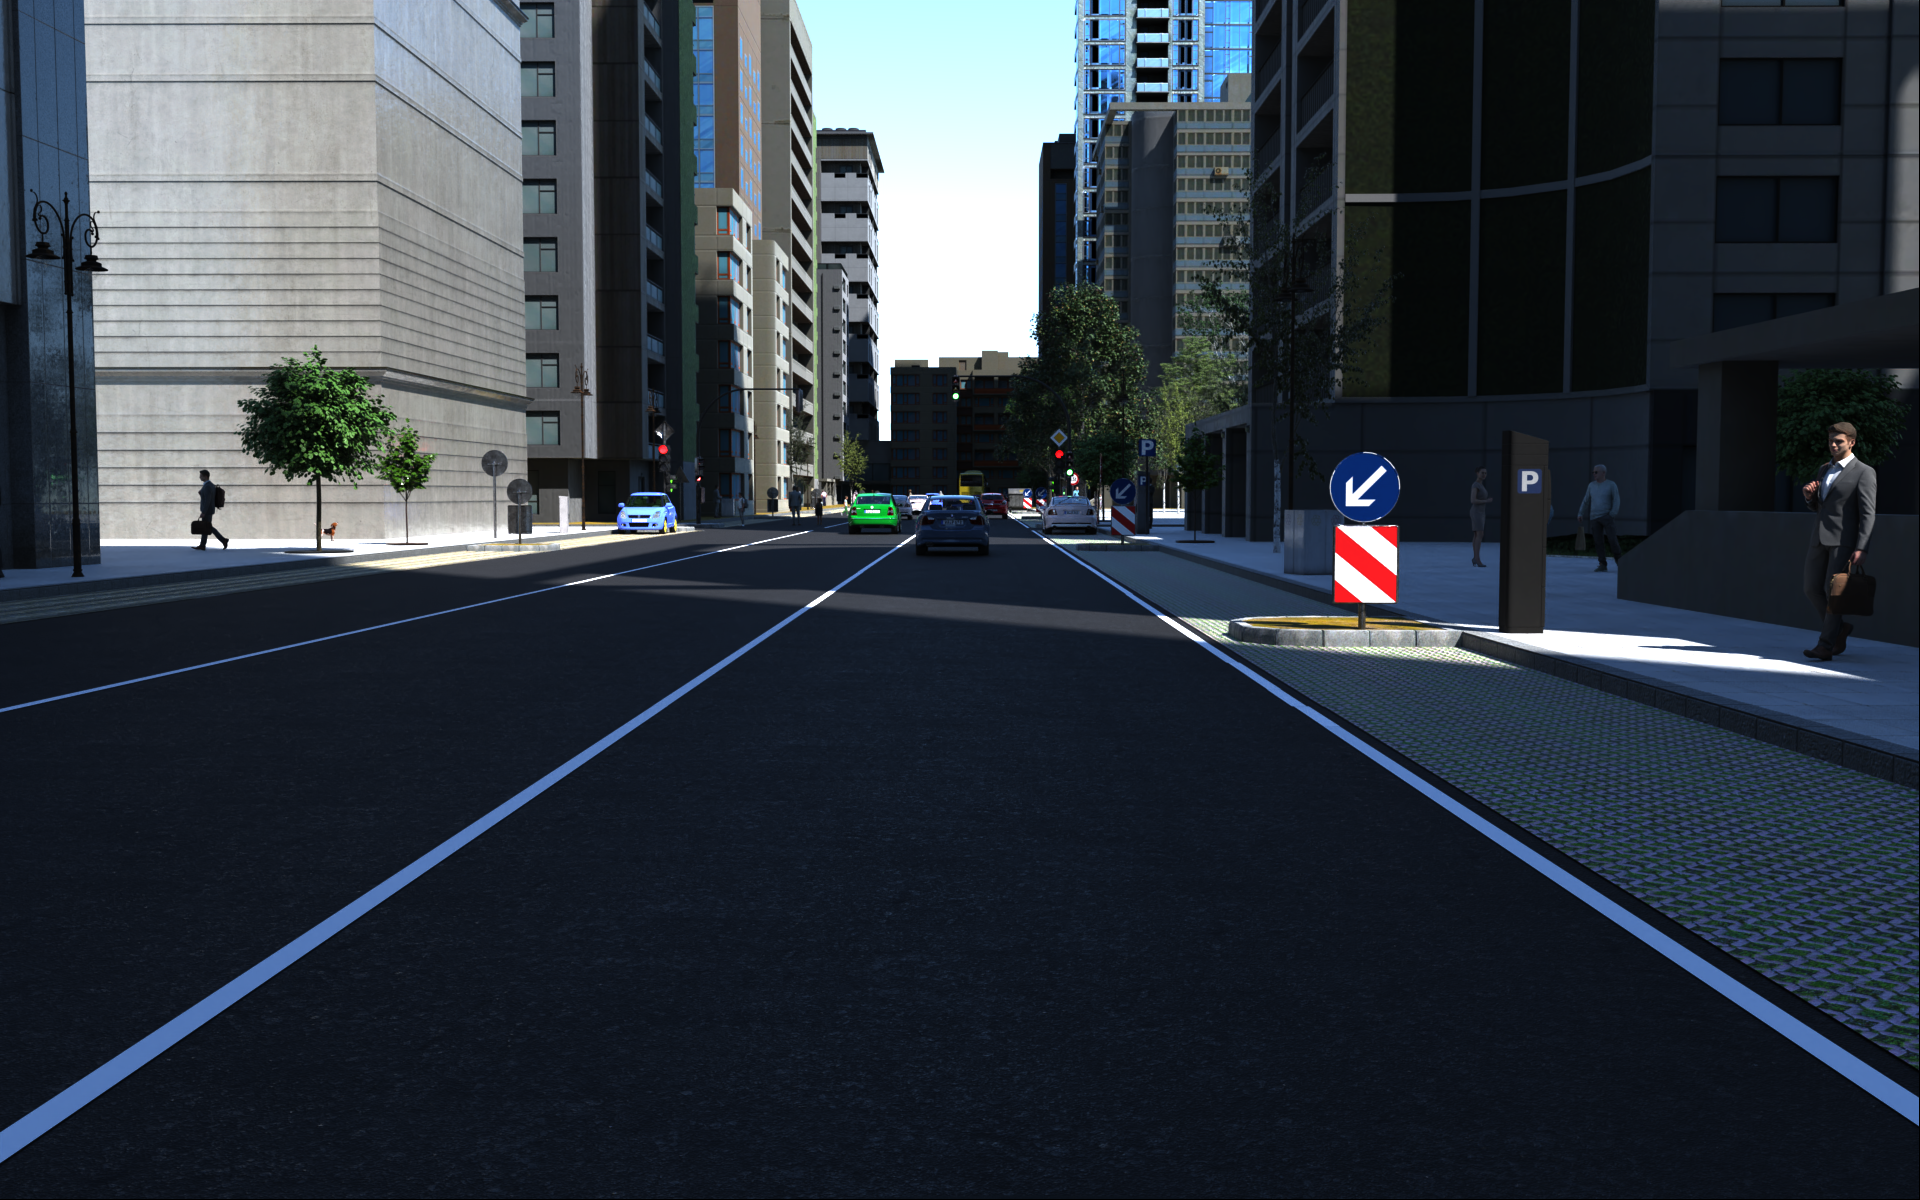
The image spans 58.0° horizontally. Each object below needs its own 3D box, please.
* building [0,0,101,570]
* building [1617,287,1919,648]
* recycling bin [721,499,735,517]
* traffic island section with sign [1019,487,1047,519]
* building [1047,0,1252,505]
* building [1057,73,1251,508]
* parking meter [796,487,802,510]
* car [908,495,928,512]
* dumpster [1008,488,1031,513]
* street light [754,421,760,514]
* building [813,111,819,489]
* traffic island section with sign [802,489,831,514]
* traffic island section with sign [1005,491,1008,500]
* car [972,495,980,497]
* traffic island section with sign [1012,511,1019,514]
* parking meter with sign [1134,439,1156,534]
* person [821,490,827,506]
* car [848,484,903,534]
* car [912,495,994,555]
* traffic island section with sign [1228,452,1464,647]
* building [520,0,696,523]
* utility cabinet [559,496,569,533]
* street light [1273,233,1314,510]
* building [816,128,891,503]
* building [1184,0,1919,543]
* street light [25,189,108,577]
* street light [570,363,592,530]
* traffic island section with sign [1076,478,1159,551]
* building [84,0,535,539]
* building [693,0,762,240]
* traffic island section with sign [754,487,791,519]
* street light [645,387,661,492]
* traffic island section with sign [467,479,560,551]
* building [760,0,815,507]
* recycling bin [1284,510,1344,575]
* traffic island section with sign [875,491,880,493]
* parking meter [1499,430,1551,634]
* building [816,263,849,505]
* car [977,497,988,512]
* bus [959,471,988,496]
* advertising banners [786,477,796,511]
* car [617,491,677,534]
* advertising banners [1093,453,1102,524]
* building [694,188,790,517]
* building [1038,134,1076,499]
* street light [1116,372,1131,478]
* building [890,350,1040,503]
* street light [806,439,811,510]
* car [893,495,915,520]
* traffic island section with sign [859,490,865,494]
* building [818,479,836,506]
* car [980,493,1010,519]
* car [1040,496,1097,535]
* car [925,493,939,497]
[{"bbox_3d":[-21.887,-12.427,21.207,12.078,24.808,19.932,0,4,1],"label":"building"},{"bbox_3d":[24.100,-19.637,12.941,32.217,40.220,23.993,0,4,1],"label":"building"},{"bbox_3d":[-13.078,-5.196,97.506,0.722,1.027,0.722,0,4,-4],"label":"recycling bin"},{"bbox_3d":[4.516,-5.529,99.027,1.989,1.847,2.006,0,4,1],"label":"traffic island section with sign"},{"bbox_3d":[21.480,-53.722,191.020,22.319,86.520,31.000,0,4,1],"label":"building"},{"bbox_3d":[25.631,-28.902,164.427,32.217,40.220,23.993,0,4,1],"label":"building"},{"bbox_3d":[-12.866,-8.108,138.274,0.255,1.863,0.399,3,5,40],"label":"parking meter"},{"bbox_3d":[-2.871,-6.538,119.265,2.083,1.381,4.827,0,4,0],"label":"car"},{"bbox_3d":[4.541,-7.583,132.199,1.865,1.857,1.264,0,4,-1],"label":"dumpster"},{"bbox_3d":[-12.961,-8.355,109.386,0.468,5.910,1.993,0,4,1],"label":"street light"},{"bbox_3d":[-22.275,-30.232,177.882,14.154,41.232,14.086,0,4,1],"label":"building"},{"bbox_3d":[-10.431,-7.187,126.139,1.989,1.847,2.006,0,4,1],"label":"traffic island section with sign"},{"bbox_3d":[5.277,-10.250,176.217,1.989,1.847,2.006,0,4,1],"label":"traffic island section with sign"},{"bbox_3d":[1.792,-9.739,171.818,1.945,1.354,3.894,0,4,2],"label":"car"},{"bbox_3d":[4.782,-7.178,125.981,1.989,1.847,2.006,0,4,1],"label":"traffic island section with sign"},{"bbox_3d":[5.878,-3.639,55.766,0.543,3.016,1.738,0,4,-3],"label":"parking meter with sign"},{"bbox_3d":[-14.430,-10.778,183.198,0.756,1.711,0.436,-2,4,-34],"label":"person"},{"bbox_3d":[-3.077,-3.327,63.200,1.959,1.807,4.718,0,4,0],"label":"car"},{"bbox_3d":[-0.178,-1.829,41.914,2.014,1.417,4.499,0,3,0],"label":"car"},{"bbox_3d":[3.710,-0.516,17.072,1.989,1.847,2.006,0,4,1],"label":"traffic island section with sign"},{"bbox_3d":[-20.597,-24.376,82.139,14.154,41.232,14.086,0,4,1],"label":"building"},{"bbox_3d":[-13.046,-2.810,57.098,0.306,1.237,1.020,-1,4,-11],"label":"utility cabinet"},{"bbox_3d":[5.931,-3.557,30.937,0.468,5.910,1.993,0,4,1],"label":"street light"},{"bbox_3d":[-23.092,-40.331,248.656,27.495,52.752,28.713,0,4,1],"label":"building"},{"bbox_3d":[18.060,-37.349,48.906,20.563,71.187,20.611,0,4,1],"label":"building"},{"bbox_3d":[-13.669,-3.295,26.657,0.468,5.910,1.993,0,4,1],"label":"street light"},{"bbox_3d":[-13.346,-5.411,61.253,0.468,5.910,1.993,0,4,1],"label":"street light"},{"bbox_3d":[3.972,-2.165,44.026,1.989,1.847,2.006,0,4,1],"label":"traffic island section with sign"},{"bbox_3d":[-37.686,-17.121,56.343,44.131,29.872,17.030,0,4,1],"label":"building"},{"bbox_3d":[-23.921,-30.046,141.369,14.600,45.320,14.200,0,4,1],"label":"building"},{"bbox_3d":[-10.706,-5.539,99.185,1.989,1.847,2.006,0,4,1],"label":"traffic island section with sign"},{"bbox_3d":[-13.217,-6.239,74.800,0.468,5.910,1.993,0,4,1],"label":"street light"},{"bbox_3d":[-11.244,-2.156,43.884,1.989,1.847,2.006,0,4,1],"label":"traffic island section with sign"},{"bbox_3d":[-25.141,-32.794,159.876,21.300,48.544,21.600,0,4,1],"label":"building"},{"bbox_3d":[5.678,-0.932,27.792,0.722,1.027,0.722,-1,4,-18],"label":"recycling bin"},{"bbox_3d":[-9.671,-11.946,203.941,1.989,1.847,2.006,0,4,1],"label":"traffic island section with sign"},{"bbox_3d":[5.216,-0.629,15.992,0.399,1.863,0.255,0,4,-2],"label":"parking meter"},{"bbox_3d":[-21.095,-27.255,217.316,14.107,30.474,14.160,0,4,1],"label":"building"},{"bbox_3d":[0.325,-4.132,80.145,1.945,1.354,3.894,0,4,0],"label":"car"},{"bbox_3d":[1.360,-11.610,181.363,2.896,3.916,12.252,0,4,2],"label":"bus"},{"bbox_3d":[-12.595,-8.090,128.453,0.090,3.025,2.074,-2,4,-28],"label":"advertising banners"},{"bbox_3d":[-11.283,-3.236,62.496,1.945,1.707,3.694,0,4,-1],"label":"car"},{"bbox_3d":[5.908,-4.771,74.195,0.090,3.025,2.074,0,4,-4],"label":"advertising banners"},{"bbox_3d":[-26.494,-16.366,112.625,27.650,21.520,28.899,0,4,1],"label":"building"},{"bbox_3d":[16.909,-34.586,215.598,14.600,45.320,14.200,0,4,1],"label":"building"},{"bbox_3d":[6.180,-5.677,65.611,0.468,5.910,1.993,0,4,1],"label":"street light"},{"bbox_3d":[5.105,-24.736,249.468,28.899,21.520,27.650,0,4,1],"label":"building"},{"bbox_3d":[-12.609,-10.437,143.425,0.468,5.910,1.993,0,4,1],"label":"street light"},{"bbox_3d":[-3.605,-5.235,97.957,2.083,1.381,4.827,0,4,-1],"label":"car"},{"bbox_3d":[-9.941,-10.288,176.844,1.989,1.847,2.006,0,4,1],"label":"traffic island section with sign"},{"bbox_3d":[-30.835,-30.909,197.247,32.217,40.220,23.993,0,4,1],"label":"building"},{"bbox_3d":[1.835,-5.603,100.641,2.155,1.783,4.494,0,4,-1],"label":"car"},{"bbox_3d":[3.921,-3.056,62.331,2.083,1.381,4.827,0,4,1],"label":"car"},{"bbox_3d":[-2.271,-8.123,142.397,1.945,1.707,3.694,0,4,-1],"label":"car"}]
